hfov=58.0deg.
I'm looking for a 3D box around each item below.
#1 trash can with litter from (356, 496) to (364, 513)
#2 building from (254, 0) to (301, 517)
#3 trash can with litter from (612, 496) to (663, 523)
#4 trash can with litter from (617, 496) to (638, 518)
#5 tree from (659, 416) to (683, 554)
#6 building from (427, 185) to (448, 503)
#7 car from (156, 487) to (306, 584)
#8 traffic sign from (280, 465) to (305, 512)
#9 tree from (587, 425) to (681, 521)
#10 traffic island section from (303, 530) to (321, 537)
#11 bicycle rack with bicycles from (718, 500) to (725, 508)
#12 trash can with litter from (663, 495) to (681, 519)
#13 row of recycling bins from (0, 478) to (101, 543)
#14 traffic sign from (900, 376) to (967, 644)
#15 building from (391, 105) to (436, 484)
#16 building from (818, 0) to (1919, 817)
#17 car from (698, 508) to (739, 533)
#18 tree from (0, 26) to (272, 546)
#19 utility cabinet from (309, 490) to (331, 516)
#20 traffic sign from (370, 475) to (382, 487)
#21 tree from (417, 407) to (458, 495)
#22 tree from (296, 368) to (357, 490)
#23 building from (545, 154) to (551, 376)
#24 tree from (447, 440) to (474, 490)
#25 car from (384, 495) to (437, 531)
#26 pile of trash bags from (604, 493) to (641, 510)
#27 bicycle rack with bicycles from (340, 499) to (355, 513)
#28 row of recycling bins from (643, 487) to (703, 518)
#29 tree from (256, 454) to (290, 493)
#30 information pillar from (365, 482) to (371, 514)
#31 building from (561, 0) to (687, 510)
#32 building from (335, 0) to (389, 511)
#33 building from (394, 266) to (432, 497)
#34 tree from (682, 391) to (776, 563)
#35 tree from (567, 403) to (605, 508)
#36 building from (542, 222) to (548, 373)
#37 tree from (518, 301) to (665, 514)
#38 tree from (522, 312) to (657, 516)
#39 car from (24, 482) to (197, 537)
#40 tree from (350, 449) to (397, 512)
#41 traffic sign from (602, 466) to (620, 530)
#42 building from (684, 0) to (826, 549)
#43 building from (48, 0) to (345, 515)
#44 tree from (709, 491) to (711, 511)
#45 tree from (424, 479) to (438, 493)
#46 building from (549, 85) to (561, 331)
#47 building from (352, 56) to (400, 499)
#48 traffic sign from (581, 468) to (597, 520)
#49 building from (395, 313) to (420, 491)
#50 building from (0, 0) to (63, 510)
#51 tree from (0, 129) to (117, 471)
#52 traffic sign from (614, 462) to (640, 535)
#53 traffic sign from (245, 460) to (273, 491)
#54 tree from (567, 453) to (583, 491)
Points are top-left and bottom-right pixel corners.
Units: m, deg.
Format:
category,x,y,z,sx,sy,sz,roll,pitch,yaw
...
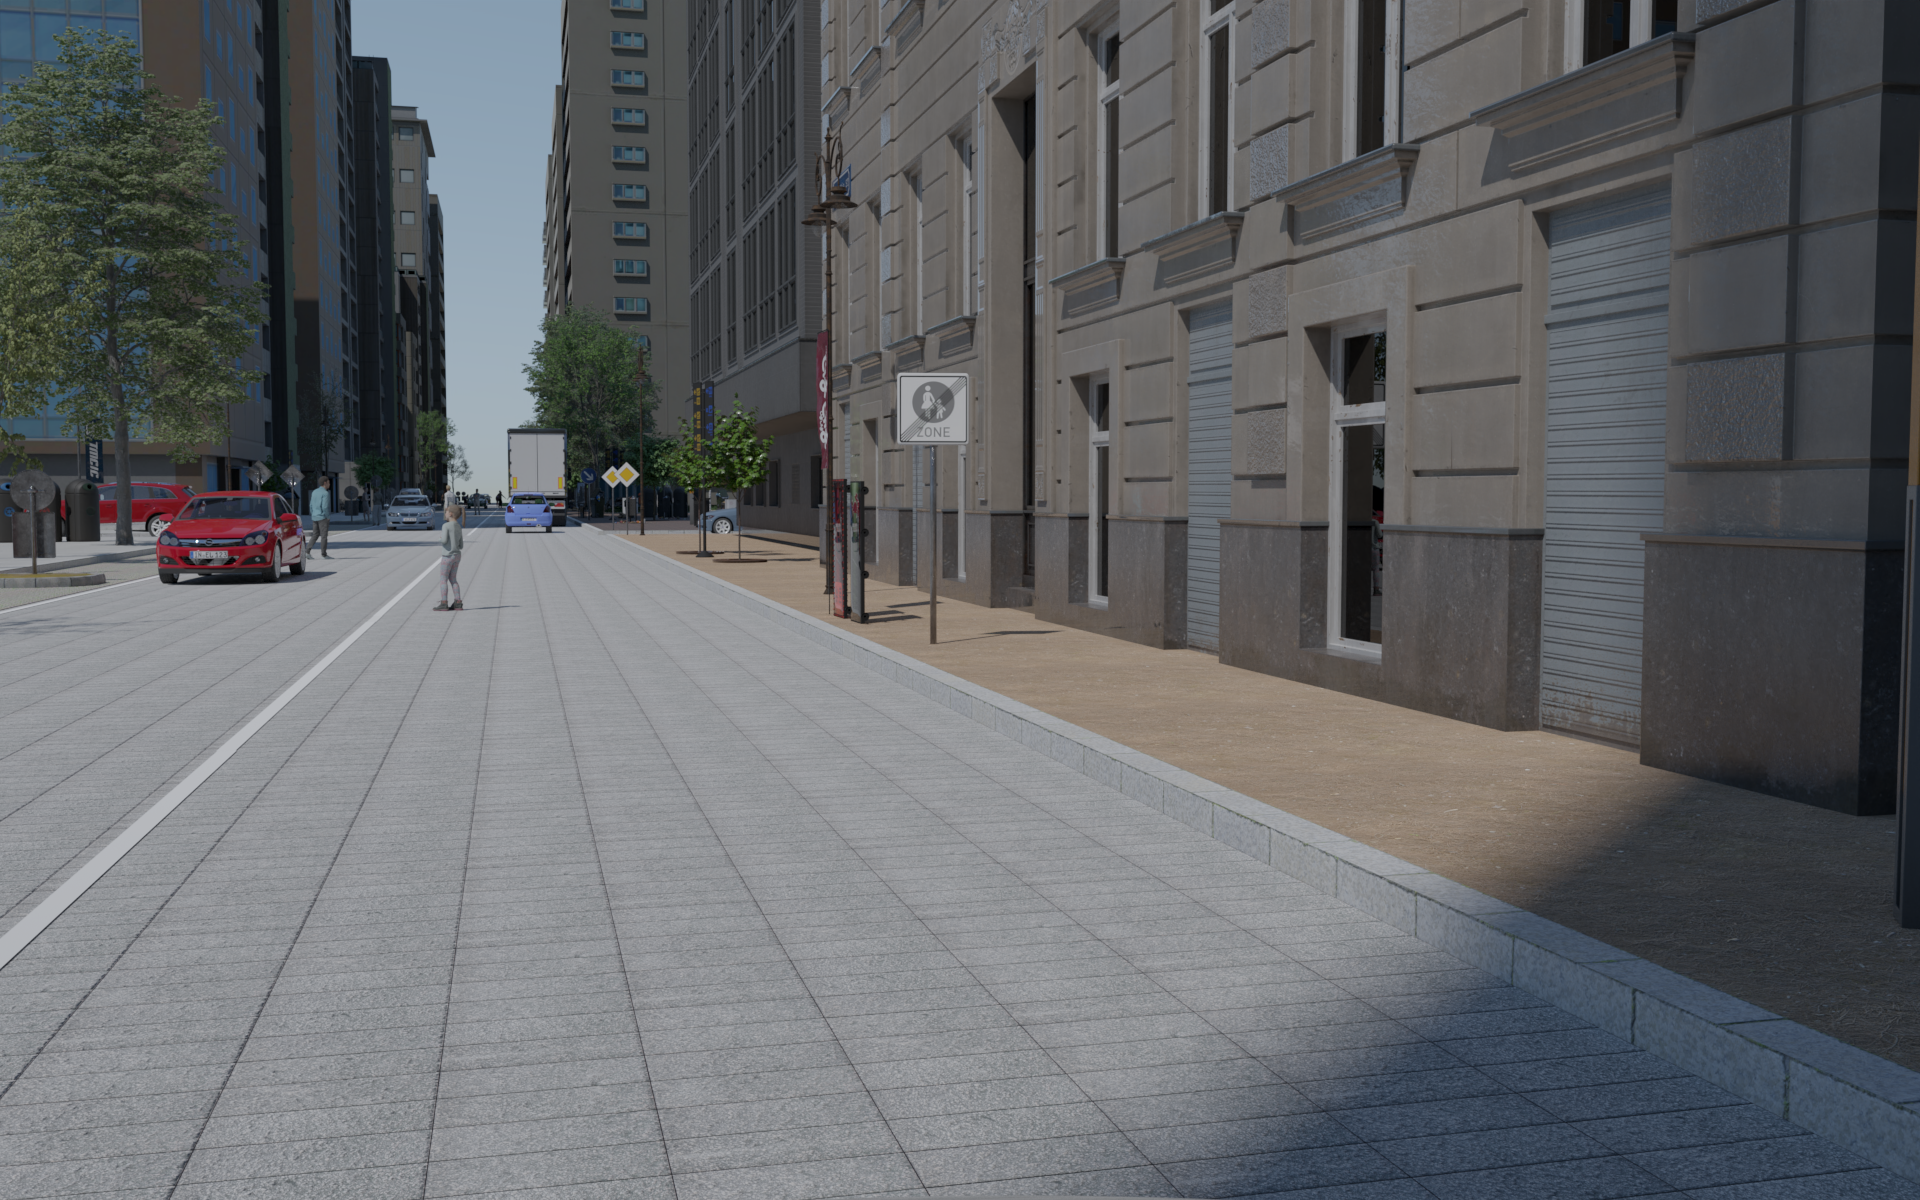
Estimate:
category,x,y,z,sx,sy,sz,roll,pitch,yaw
trash can with litter,-40.591,-6.484,117.405,0.624,1.170,1.055,-1,4,-9
building,-41.948,-19.318,87.558,14.160,30.474,14.107,-1,4,-14
trash can with litter,-14.500,-3.989,76.272,1.678,1.210,2.233,-3,5,-41
trash can with litter,-17.588,-4.901,91.521,0.624,1.170,1.055,2,4,35
tree,-5.543,-2.592,36.973,1.663,3.219,1.824,0,3,0
building,-89.224,-39.018,261.644,21.300,48.544,21.600,-1,4,-14
car,-12.231,-1.233,29.206,2.155,1.783,4.494,-1,4,-13
traffic sign,-22.807,-3.399,59.209,0.795,2.450,0.064,-1,4,-14
tree,-14.666,-6.058,82.755,4.285,4.588,4.351,0,3,0
traffic island section,-22.828,-2.262,59.265,2.009,0.180,2.903,-1,4,-14
bicycle rack with bicycles,-14.856,-6.144,113.841,2.852,0.926,2.925,0,4,-6
trash can with litter,-14.761,-4.698,87.866,2.233,1.210,1.678,3,5,44
row of recycling bins,-24.791,-2.374,45.924,3.534,1.692,1.069,-2,4,-35
traffic sign,-0.229,-0.771,14.743,0.606,2.300,0.079,0,4,-5
building,-86.546,-39.567,236.151,28.713,52.752,27.495,-1,4,-14
building,6.016,-13.572,19.166,12.463,27.353,25.104,-1,4,-14
car,-6.825,-2.940,60.079,4.499,1.417,2.014,-1,4,-14
tree,-21.336,-7.644,43.114,7.486,12.596,7.792,0,3,0
utility cabinet,-37.518,-5.676,101.477,1.173,1.500,0.318,-2,4,-25
traffic sign,-39.484,-7.161,117.183,0.768,2.556,0.104,-1,4,-13
tree,-63.614,-17.095,205.264,9.928,11.665,9.643,0,3,0
tree,-37.030,-9.174,100.363,4.360,8.622,3.978,0,3,0
building,-45.370,-37.523,237.194,21.300,48.544,21.600,-1,4,-14
tree,-83.896,-21.479,285.596,7.601,10.594,8.767,-1,4,-18
car,-21.889,-3.491,69.085,2.014,1.417,4.499,-1,4,-15
pile of trash bags,-24.909,-7.342,129.789,1.912,1.369,3.447,3,4,37
bicycle rack with bicycles,-43.120,-6.608,121.428,2.925,0.926,2.852,-3,5,-45
row of recycling bins,-15.654,-5.357,94.696,3.534,1.692,1.069,1,4,9
tree,-30.801,-5.043,77.047,1.663,3.219,1.824,0,3,0
information pillar,-37.470,-6.432,109.662,0.304,2.012,0.304,-2,4,-28
building,-23.332,-32.250,150.992,21.300,48.544,21.600,-1,4,-14
building,-57.102,-42.771,137.552,20.563,71.187,20.611,-1,4,-14
building,-74.534,-27.326,218.473,14.160,30.474,14.107,-1,4,-14
tree,-4.281,-2.319,32.510,1.663,3.219,1.824,0,3,0
tree,-29.845,-11.348,135.903,4.360,8.622,3.978,0,3,0
building,-55.056,-40.208,277.008,23.786,49.044,30.456,-1,4,-14
tree,-24.090,-12.633,113.207,9.857,13.997,8.962,0,3,0
tree,-21.003,-10.640,99.720,9.928,11.665,9.643,0,3,0
car,-26.452,-2.793,54.343,5.304,1.827,2.281,-1,4,-12
tree,-42.627,-8.694,125.859,4.285,4.588,4.351,0,3,0
traffic sign,-12.395,-3.560,61.855,0.795,2.450,0.064,-1,4,-14
building,1.262,-15.274,43.242,14.314,27.812,24.014,-1,4,-14
building,-46.982,-28.045,108.644,14.600,45.320,14.200,-1,4,-14
tree,-18.279,-10.786,126.705,4.360,8.622,3.978,0,3,0
tree,-60.756,-12.455,198.243,1.663,3.219,1.824,0,3,0
building,-35.551,-35.205,199.300,21.300,48.544,21.600,-1,4,-14
building,-58.646,-28.890,155.948,14.154,41.232,14.086,-1,4,-14
traffic sign,-18.069,-5.150,84.313,0.768,2.556,0.104,-1,4,-13
building,-70.279,-20.240,175.966,27.650,21.520,28.899,-1,4,-14
building,-35.303,-25.435,65.978,14.600,45.320,14.200,-1,4,-14
tree,-19.126,-5.101,33.770,4.737,8.622,4.395,0,3,0
traffic sign,-10.406,-3.087,54.120,0.795,2.450,0.064,-1,4,-14
traffic sign,-20.818,-2.925,51.474,0.795,2.450,0.064,-1,4,-14
tree,-26.788,-8.485,122.438,4.285,4.588,4.351,0,3,0
